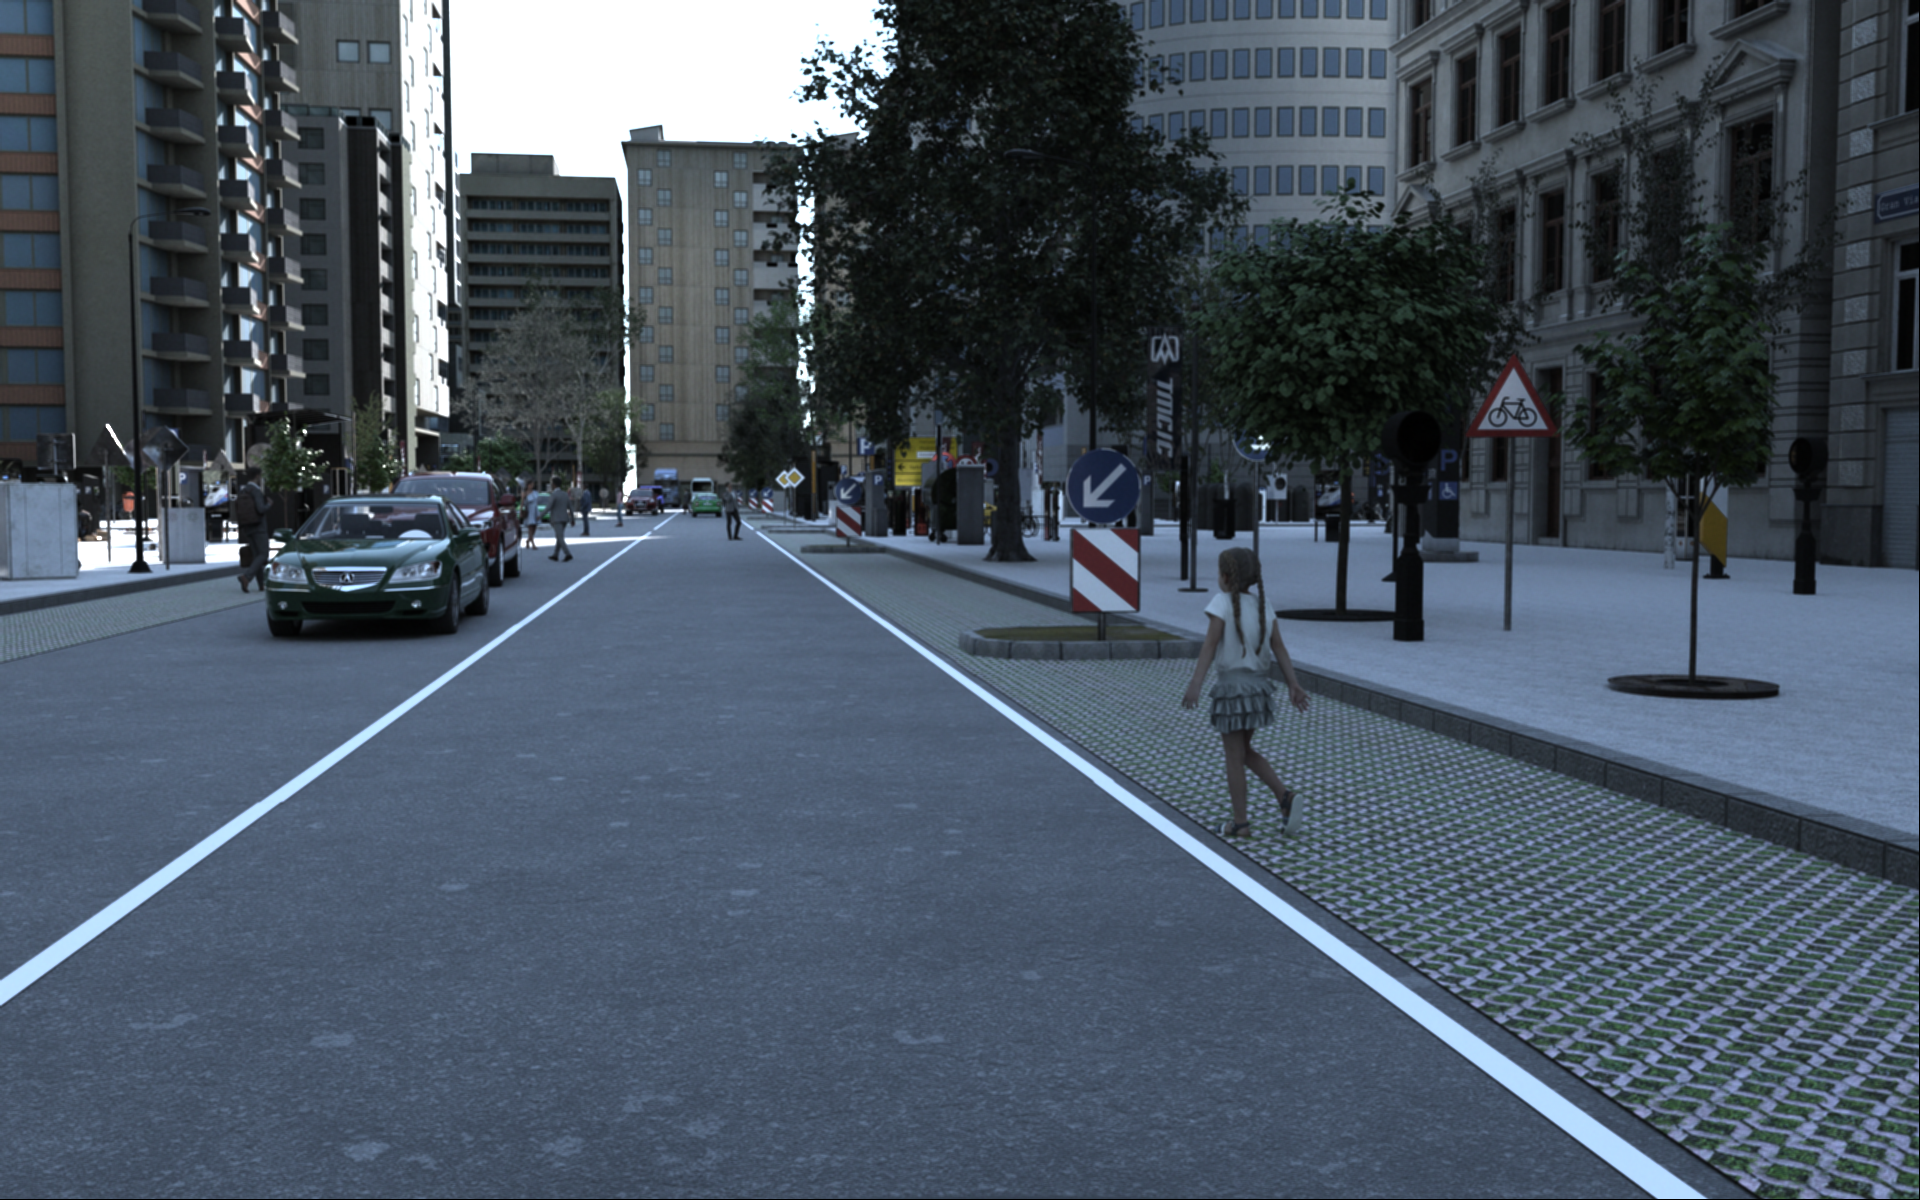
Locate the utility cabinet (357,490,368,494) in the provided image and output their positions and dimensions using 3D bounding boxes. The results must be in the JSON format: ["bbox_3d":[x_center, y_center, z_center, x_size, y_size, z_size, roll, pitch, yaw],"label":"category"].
[{"bbox_3d":[-30.894,-4.948,89.571,0.318,1.500,1.173,0,4,-5],"label":"utility cabinet"}]

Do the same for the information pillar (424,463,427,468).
[{"bbox_3d":[-40.602,-8.561,131.334,0.504,3.616,0.183,2,4,26],"label":"information pillar"}]

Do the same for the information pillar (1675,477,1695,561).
[{"bbox_3d":[13.965,-1.758,33.232,0.304,2.012,0.304,-1,4,-18],"label":"information pillar"}]

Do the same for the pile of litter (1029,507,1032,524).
[{"bbox_3d":[3.548,-3.825,76.504,1.176,0.858,1.719,-2,4,-31],"label":"pile of litter"}]

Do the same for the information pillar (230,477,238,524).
[{"bbox_3d":[-30.642,-4.199,73.150,0.304,2.012,0.304,-1,4,-14],"label":"information pillar"}]

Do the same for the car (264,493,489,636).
[{"bbox_3d":[-6.304,-0.446,19.084,2.131,1.459,4.920,-1,4,-9],"label":"car"}]

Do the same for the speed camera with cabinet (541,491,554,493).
[{"bbox_3d":[-31.323,-8.437,132.284,2.038,3.252,0.660,0,4,7],"label":"speed camera with cabinet"}]

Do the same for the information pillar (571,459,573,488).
[{"bbox_3d":[-26.113,-7.665,116.678,0.183,3.616,0.504,-1,4,-8],"label":"information pillar"}]

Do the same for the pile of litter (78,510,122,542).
[{"bbox_3d":[-23.455,-2.001,46.688,1.719,0.858,1.176,-3,5,-44],"label":"pile of litter"}]

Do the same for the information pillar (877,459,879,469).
[{"bbox_3d":[-5.459,-7.588,115.415,0.183,3.616,0.504,-1,4,-8],"label":"information pillar"}]

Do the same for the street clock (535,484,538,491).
[{"bbox_3d":[-31.931,-7.717,130.747,0.358,2.002,0.471,-2,4,-25],"label":"street clock"}]

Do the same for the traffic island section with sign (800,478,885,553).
[{"bbox_3d":[-2.904,-2.070,42.470,1.989,1.847,2.006,-1,4,-8],"label":"traffic island section with sign"}]

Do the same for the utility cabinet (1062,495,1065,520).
[{"bbox_3d":[4.735,-4.543,85.448,0.306,1.237,1.020,3,5,40],"label":"utility cabinet"}]

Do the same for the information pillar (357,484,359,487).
[{"bbox_3d":[-33.078,-5.547,95.180,0.304,2.012,0.304,-1,4,-15],"label":"information pillar"}]

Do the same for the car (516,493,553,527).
[{"bbox_3d":[-18.332,-4.064,75.247,1.959,1.807,4.718,-1,4,-9],"label":"car"}]

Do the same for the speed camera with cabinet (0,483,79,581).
[{"bbox_3d":[-14.272,-1.915,25.652,0.660,3.252,2.038,3,5,45],"label":"speed camera with cabinet"}]

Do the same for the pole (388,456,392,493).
[{"bbox_3d":[-29.444,-5.853,89.543,0.158,3.312,0.155,0,3,0],"label":"pole"}]

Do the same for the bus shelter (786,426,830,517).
[{"bbox_3d":[-8.802,-7.449,99.428,2.179,5.291,8.768,-1,4,-8],"label":"bus shelter"}]

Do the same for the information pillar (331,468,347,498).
[{"bbox_3d":[-17.508,-2.715,48.879,0.304,2.012,0.304,3,4,38],"label":"information pillar"}]

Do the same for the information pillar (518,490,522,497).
[{"bbox_3d":[-33.992,-7.909,133.798,0.304,2.012,0.304,-1,4,-9],"label":"information pillar"}]

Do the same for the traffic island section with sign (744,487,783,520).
[{"bbox_3d":[-10.867,-5.371,96.439,1.989,1.847,2.006,-1,4,-8],"label":"traffic island section with sign"}]

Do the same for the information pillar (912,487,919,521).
[{"bbox_3d":[-2.163,-5.641,83.581,0.504,3.616,0.183,-3,4,-38],"label":"information pillar"}]

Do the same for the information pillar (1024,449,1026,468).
[{"bbox_3d":[3.422,-6.041,90.122,0.183,3.616,0.504,2,4,34],"label":"information pillar"}]

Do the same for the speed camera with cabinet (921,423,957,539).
[{"bbox_3d":[-0.522,-3.332,48.815,0.660,3.252,2.038,1,4,17],"label":"speed camera with cabinet"}]

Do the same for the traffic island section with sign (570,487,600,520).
[{"bbox_3d":[-20.954,-5.270,94.785,1.989,1.847,2.006,-1,4,-8],"label":"traffic island section with sign"}]

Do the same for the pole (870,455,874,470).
[{"bbox_3d":[-3.157,-4.184,62.260,0.158,3.312,0.155,0,3,0],"label":"pole"}]

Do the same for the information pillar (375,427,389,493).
[{"bbox_3d":[-20.244,-4.242,60.713,0.183,3.616,0.504,3,5,43],"label":"information pillar"}]

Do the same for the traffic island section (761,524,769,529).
[{"bbox_3d":[-7.252,-3.036,71.926,2.009,0.180,2.903,-1,4,-8],"label":"traffic island section"}]

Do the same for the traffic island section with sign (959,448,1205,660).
[{"bbox_3d":[1.034,-0.439,15.803,1.989,1.847,2.006,-1,4,-8],"label":"traffic island section with sign"}]

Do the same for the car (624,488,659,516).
[{"bbox_3d":[-21.485,-6.628,117.042,2.281,1.827,5.304,0,4,-8],"label":"car"}]

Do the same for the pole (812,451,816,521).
[{"bbox_3d":[-6.874,-5.353,81.368,0.158,3.312,0.155,0,3,0],"label":"pole"}]

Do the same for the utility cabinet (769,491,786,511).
[{"bbox_3d":[-15.092,-8.269,143.876,1.173,1.500,0.318,-1,4,-21],"label":"utility cabinet"}]

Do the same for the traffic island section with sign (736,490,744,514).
[{"bbox_3d":[-14.906,-7.041,123.756,1.989,1.847,2.006,-1,4,-8],"label":"traffic island section with sign"}]

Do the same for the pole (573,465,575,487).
[{"bbox_3d":[-26.916,-7.749,120.541,0.158,3.312,0.155,0,3,0],"label":"pole"}]

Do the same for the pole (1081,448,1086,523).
[{"bbox_3d":[5.438,-5.037,76.202,0.158,3.312,0.155,0,3,0],"label":"pole"}]

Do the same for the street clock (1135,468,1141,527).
[{"bbox_3d":[4.755,-2.654,47.961,0.471,2.002,0.358,3,5,45],"label":"street clock"}]

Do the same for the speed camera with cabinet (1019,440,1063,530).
[{"bbox_3d":[2.889,-4.336,65.231,0.660,3.252,2.038,-3,4,-38],"label":"speed camera with cabinet"}]

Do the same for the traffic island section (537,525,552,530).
[{"bbox_3d":[-17.681,-2.943,70.396,2.009,0.180,2.903,-1,4,-8],"label":"traffic island section"}]

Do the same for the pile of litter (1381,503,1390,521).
[{"bbox_3d":[20.412,-4.134,81.554,1.176,0.858,1.719,1,4,15],"label":"pile of litter"}]

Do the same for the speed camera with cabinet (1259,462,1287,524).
[{"bbox_3d":[13.028,-4.893,74.329,2.038,3.252,0.660,-2,4,-25],"label":"speed camera with cabinet"}]

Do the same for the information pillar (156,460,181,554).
[{"bbox_3d":[-15.258,-1.768,33.406,0.304,2.012,0.304,1,4,15],"label":"information pillar"}]

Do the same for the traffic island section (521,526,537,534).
[{"bbox_3d":[-16.515,-2.460,62.497,2.009,0.180,2.903,-1,4,-8],"label":"traffic island section"}]

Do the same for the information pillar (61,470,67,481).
[{"bbox_3d":[-43.170,-5.634,83.475,0.183,3.616,0.504,0,4,-4],"label":"information pillar"}]

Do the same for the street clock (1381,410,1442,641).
[{"bbox_3d":[3.931,-0.645,15.120,0.471,2.002,0.358,-1,4,-21],"label":"street clock"}]

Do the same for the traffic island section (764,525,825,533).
[{"bbox_3d":[-6.085,-2.553,64.026,2.009,0.180,2.903,-1,4,-8],"label":"traffic island section"}]

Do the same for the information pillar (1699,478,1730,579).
[{"bbox_3d":[11.422,-2.130,26.181,0.504,3.616,0.183,-1,4,-21],"label":"information pillar"}]

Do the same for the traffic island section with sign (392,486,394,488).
[{"bbox_3d":[-12.923,-1.942,40.380,1.989,1.847,2.006,-1,4,-8],"label":"traffic island section with sign"}]

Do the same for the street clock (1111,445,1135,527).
[{"bbox_3d":[2.352,-1.287,25.608,0.358,2.002,0.471,1,4,8],"label":"street clock"}]

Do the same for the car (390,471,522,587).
[{"bbox_3d":[-8.370,-1.202,28.325,2.281,1.827,5.304,-1,4,-9],"label":"car"}]

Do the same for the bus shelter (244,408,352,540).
[{"bbox_3d":[-19.082,-3.609,50.284,1.731,3.624,6.357,-1,4,-8],"label":"bus shelter"}]

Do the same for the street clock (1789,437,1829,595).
[{"bbox_3d":[10.810,-1.073,22.113,0.358,2.002,0.471,-1,4,-11],"label":"street clock"}]

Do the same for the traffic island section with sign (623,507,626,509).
[{"bbox_3d":[-32.237,-9.938,171.114,1.989,1.847,2.006,-1,4,-8],"label":"traffic island section with sign"}]

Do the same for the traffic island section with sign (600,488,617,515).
[{"bbox_3d":[-24.899,-6.901,121.451,1.989,1.847,2.006,-1,4,-8],"label":"traffic island section with sign"}]

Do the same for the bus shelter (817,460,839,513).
[{"bbox_3d":[-9.344,-7.819,119.131,1.731,3.624,6.357,-1,4,-8],"label":"bus shelter"}]

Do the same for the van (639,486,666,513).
[{"bbox_3d":[-23.161,-7.676,129.883,2.240,2.365,5.245,-1,4,-10],"label":"van"}]
